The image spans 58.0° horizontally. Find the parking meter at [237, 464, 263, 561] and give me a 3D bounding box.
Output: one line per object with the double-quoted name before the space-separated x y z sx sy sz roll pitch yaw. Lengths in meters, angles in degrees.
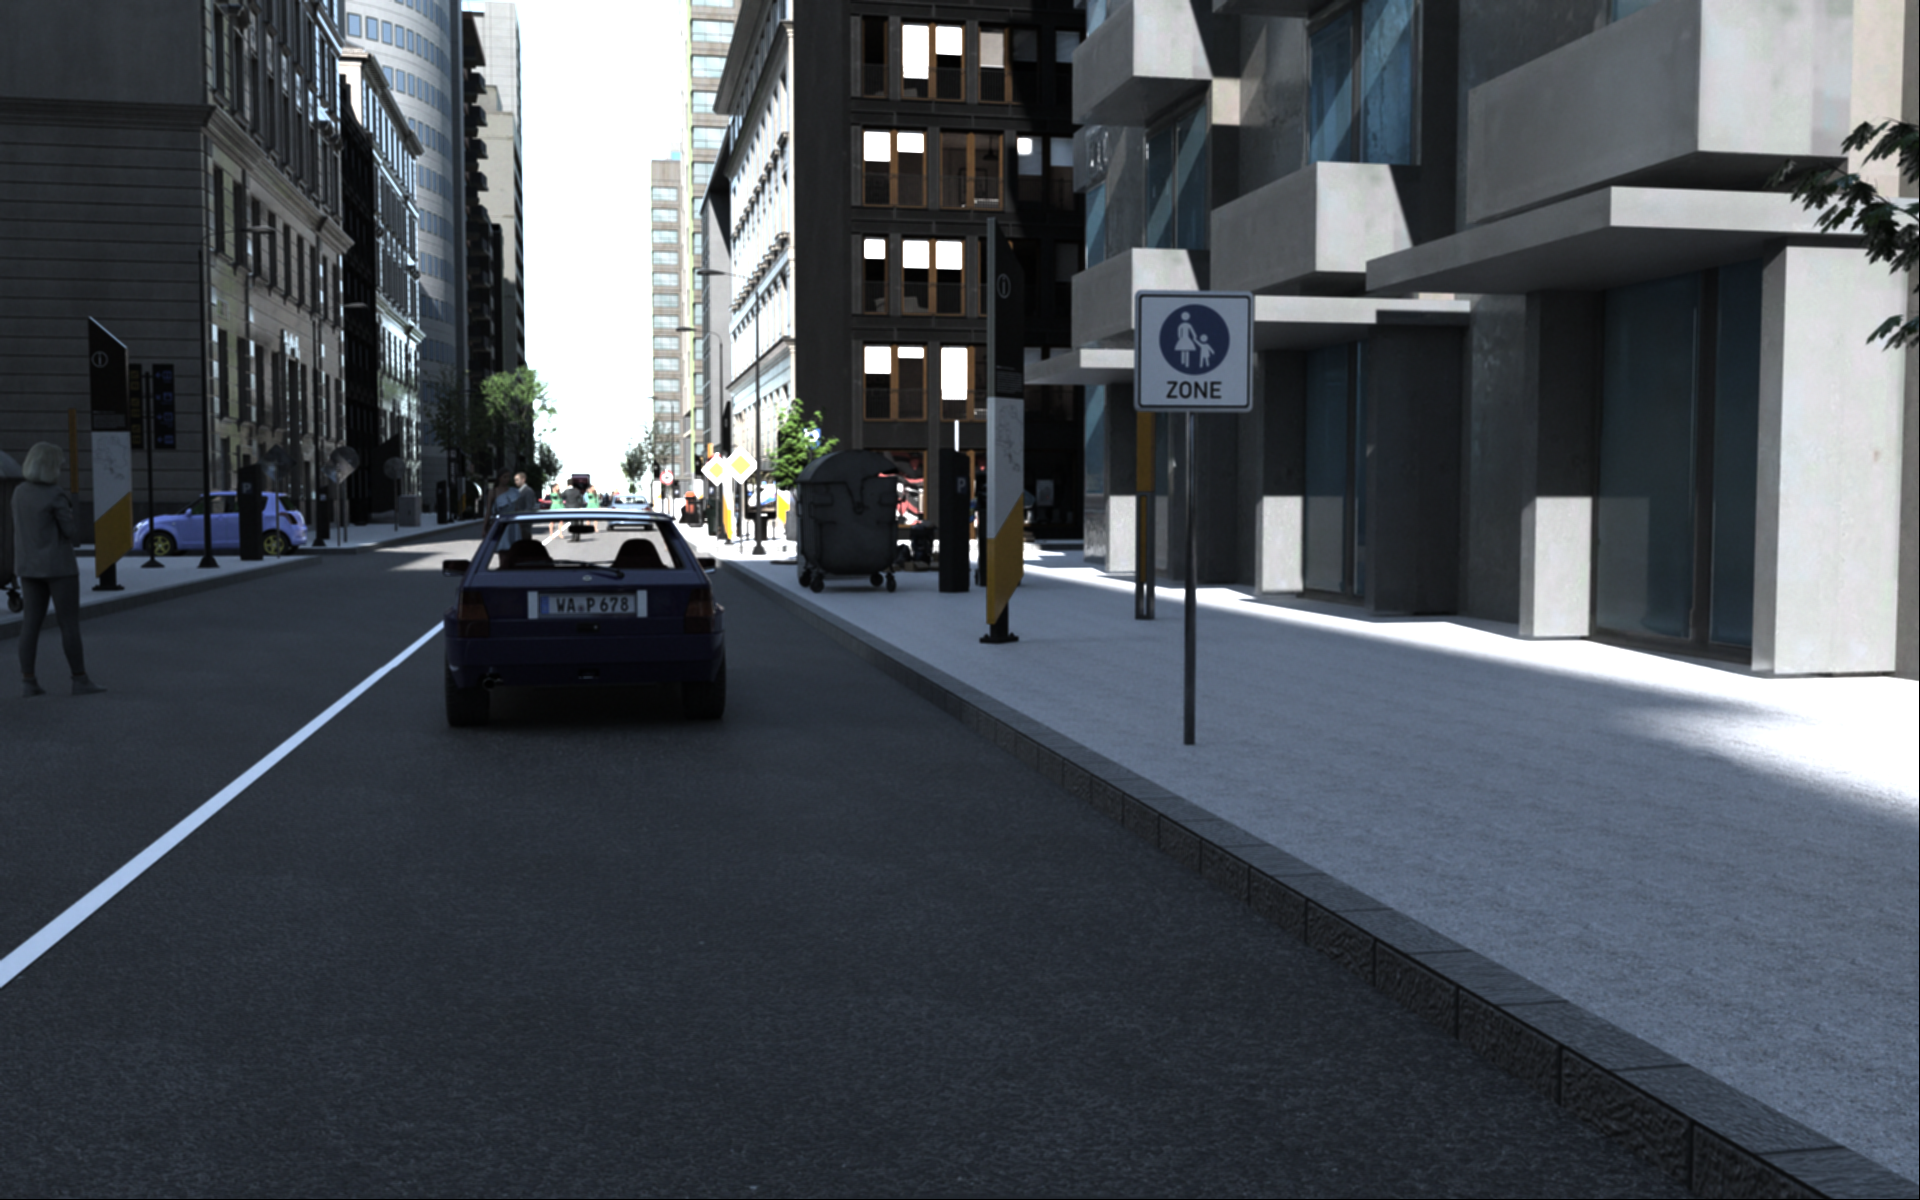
"parking meter" -13.737 -1.700 33.504 0.399 1.863 0.255 0 4 5

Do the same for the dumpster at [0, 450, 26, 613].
"dumpster" -10.579 -0.744 17.925 1.264 1.857 1.865 -1 4 -12

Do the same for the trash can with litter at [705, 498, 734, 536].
"trash can with litter" -7.246 -2.518 52.551 0.624 1.170 1.055 -3 5 -44

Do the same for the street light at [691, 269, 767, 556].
"street light" -4.746 -3.883 36.021 1.470 5.913 1.316 -1 4 -12

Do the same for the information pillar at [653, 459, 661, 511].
"information pillar" -20.365 -7.643 116.319 0.504 3.616 0.183 -2 4 -34

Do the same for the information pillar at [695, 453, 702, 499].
"information pillar" -15.072 -6.630 99.754 0.183 3.616 0.504 3 5 43

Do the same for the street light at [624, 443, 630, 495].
"street light" -29.550 -11.302 157.330 1.470 5.913 1.316 -1 4 -12

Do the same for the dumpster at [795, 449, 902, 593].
"dumpster" -1.493 -1.068 23.220 1.264 1.857 1.865 -1 4 -11

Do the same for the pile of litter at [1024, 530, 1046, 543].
"pile of litter" 1.493 -1.945 45.764 1.719 0.858 1.176 0 4 -3

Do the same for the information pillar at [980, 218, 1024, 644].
"information pillar" 0.386 -1.445 14.973 0.183 3.616 0.504 2 4 34

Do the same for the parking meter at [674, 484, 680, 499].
"parking meter" -17.010 -6.006 103.912 0.399 1.863 0.255 -1 4 -13

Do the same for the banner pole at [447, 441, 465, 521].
"banner pole" -23.961 -5.644 82.296 0.863 3.779 0.401 -3 5 -39

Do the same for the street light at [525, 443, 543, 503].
"street light" -37.442 -10.955 151.656 1.470 5.913 1.316 -1 4 -12

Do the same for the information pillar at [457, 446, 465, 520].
"information pillar" -24.201 -5.668 84.033 0.504 3.616 0.183 3 4 39

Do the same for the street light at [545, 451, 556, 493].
"street light" -47.346 -13.928 200.266 1.470 5.913 1.316 -1 4 -12

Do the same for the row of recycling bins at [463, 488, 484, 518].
"row of recycling bins" -26.063 -5.242 92.822 1.069 1.692 3.534 -1 4 -21

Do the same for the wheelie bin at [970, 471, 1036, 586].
"wheelie bin" 0.572 -0.996 24.200 0.980 1.594 0.693 0 4 -3

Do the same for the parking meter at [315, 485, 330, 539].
"parking meter" -18.126 -2.497 49.232 0.372 1.533 0.369 0 3 0

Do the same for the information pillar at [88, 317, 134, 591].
"information pillar" -11.274 -1.935 22.984 0.504 3.616 0.183 0 4 -2

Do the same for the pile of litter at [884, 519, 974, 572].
"pile of litter" -0.586 -0.916 28.948 1.719 0.858 1.176 1 4 12

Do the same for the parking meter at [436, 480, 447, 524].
"parking meter" -22.118 -4.172 73.922 0.399 1.863 0.255 1 4 19

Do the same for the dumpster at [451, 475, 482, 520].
"dumpster" -24.823 -5.161 86.868 1.502 2.255 1.985 -1 4 -12

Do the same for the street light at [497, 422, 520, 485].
"street light" -30.443 -8.853 117.294 1.470 5.913 1.316 -1 4 -12

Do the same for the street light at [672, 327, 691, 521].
"street light" -7.199 -4.638 48.368 1.470 5.913 1.316 -1 4 -12

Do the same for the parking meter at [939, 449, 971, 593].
"parking meter" -0.069 -1.036 22.645 0.255 1.863 0.399 3 5 40

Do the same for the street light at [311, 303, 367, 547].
"street light" -15.118 -4.261 42.203 1.470 5.913 1.316 -1 4 -12

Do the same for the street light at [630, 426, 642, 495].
"street light" -22.473 -9.206 123.054 1.470 5.913 1.316 -1 4 -12

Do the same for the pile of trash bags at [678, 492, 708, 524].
"pile of trash bags" -11.288 -3.974 74.732 1.912 1.369 3.447 0 4 3

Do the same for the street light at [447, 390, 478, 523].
"street light" -22.121 -6.387 76.976 1.470 5.913 1.316 -1 4 -12

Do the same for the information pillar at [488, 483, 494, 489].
"information pillar" -31.021 -6.745 114.773 0.304 2.012 0.304 2 4 28

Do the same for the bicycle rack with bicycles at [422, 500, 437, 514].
"bicycle rack with bicycles" -34.713 -6.075 112.716 2.852 0.926 2.925 -2 4 -34

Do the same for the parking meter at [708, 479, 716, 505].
"parking meter" -8.268 -3.213 58.248 0.399 1.863 0.255 3 5 41

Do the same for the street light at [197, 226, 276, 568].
"street light" -12.567 -3.521 30.109 1.470 5.913 1.316 -1 4 -12

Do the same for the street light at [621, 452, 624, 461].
"street light" -39.213 -14.238 205.325 1.470 5.913 1.316 -1 4 -12

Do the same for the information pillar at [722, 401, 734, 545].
"information pillar" -5.869 -3.199 43.665 0.183 3.616 0.504 -2 4 -23

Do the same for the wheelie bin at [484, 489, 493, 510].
"wheelie bin" -28.521 -5.973 105.573 0.980 1.594 0.693 -2 4 -27

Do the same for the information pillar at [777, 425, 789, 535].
"information pillar" -5.468 -3.843 54.196 0.504 3.616 0.183 2 4 25

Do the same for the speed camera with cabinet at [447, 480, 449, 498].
"speed camera with cabinet" -31.846 -7.096 110.352 2.038 3.252 0.660 -3 5 -44

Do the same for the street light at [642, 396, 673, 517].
"street light" -14.232 -6.731 82.590 1.470 5.913 1.316 -1 4 -12

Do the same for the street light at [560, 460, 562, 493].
"street light" -54.449 -16.040 234.790 1.470 5.913 1.316 -1 4 -12

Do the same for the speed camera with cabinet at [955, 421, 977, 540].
"speed camera with cabinet" 0.495 -3.226 47.087 2.038 3.252 0.660 -1 4 -20

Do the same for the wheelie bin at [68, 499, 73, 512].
"wheelie bin" -15.064 -1.268 28.642 0.693 1.594 0.980 -2 4 -30
